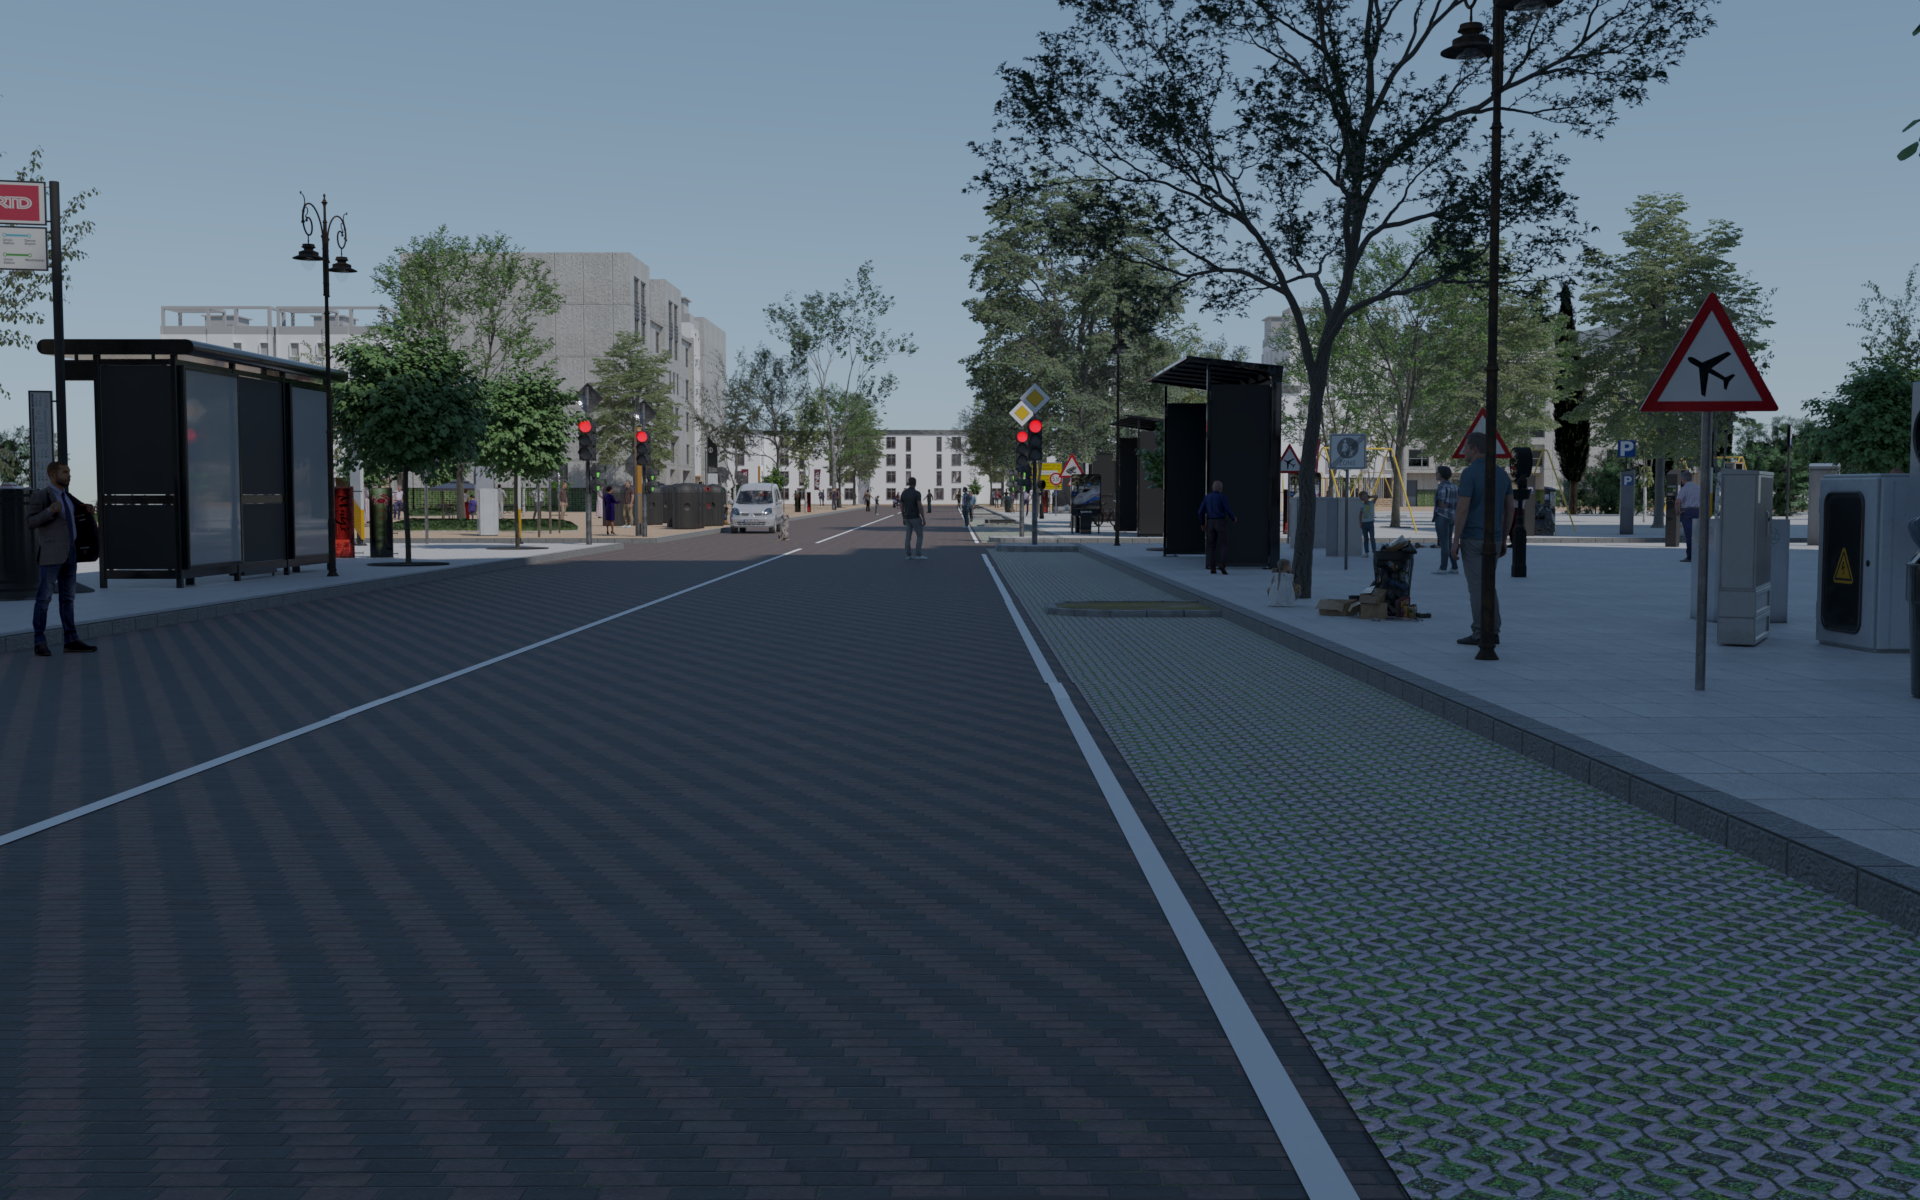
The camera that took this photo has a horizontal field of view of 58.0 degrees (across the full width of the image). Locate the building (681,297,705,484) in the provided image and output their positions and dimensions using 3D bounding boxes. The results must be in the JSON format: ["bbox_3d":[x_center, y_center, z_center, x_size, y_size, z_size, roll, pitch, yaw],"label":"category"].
[{"bbox_3d":[-32.759,-18.815,164.046,16.016,20.091,11.380,0,4,0],"label":"building"}]

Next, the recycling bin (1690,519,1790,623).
[{"bbox_3d":[7.892,-0.305,17.544,0.722,1.027,0.722,0,4,2],"label":"recycling bin"}]

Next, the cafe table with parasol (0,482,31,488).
[{"bbox_3d":[-55.573,-5.896,101.264,2.610,1.966,2.610,-2,4,-32],"label":"cafe table with parasol"}]

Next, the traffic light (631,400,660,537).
[{"bbox_3d":[-9.411,-3.839,51.687,0.839,4.253,0.868,0,4,0],"label":"traffic light"}]

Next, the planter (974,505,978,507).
[{"bbox_3d":[1.197,-9.765,180.791,1.991,0.319,1.994,0,4,0],"label":"planter"}]

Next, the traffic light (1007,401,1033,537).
[{"bbox_3d":[1.830,-3.843,51.761,0.839,4.253,0.868,0,4,0],"label":"traffic light"}]

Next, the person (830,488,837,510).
[{"bbox_3d":[-10.105,-8.066,138.367,0.568,1.767,0.683,-2,4,-25],"label":"person"}]

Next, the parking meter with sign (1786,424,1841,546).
[{"bbox_3d":[21.458,-2.857,42.975,1.738,3.016,0.543,2,4,30],"label":"parking meter with sign"}]

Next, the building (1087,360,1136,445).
[{"bbox_3d":[22.010,-23.001,232.491,11.380,20.091,16.016,0,4,0],"label":"building"}]

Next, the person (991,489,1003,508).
[{"bbox_3d":[3.422,-9.364,159.858,1.217,1.743,0.721,1,4,23],"label":"person"}]

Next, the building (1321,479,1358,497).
[{"bbox_3d":[41.751,-17.592,229.768,28.070,9.664,9.099,0,4,0],"label":"building"}]

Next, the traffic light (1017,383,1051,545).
[{"bbox_3d":[1.872,-3.355,43.776,0.839,4.253,0.868,0,4,0],"label":"traffic light"}]

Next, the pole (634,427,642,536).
[{"bbox_3d":[-9.821,-3.611,52.885,0.158,3.312,0.155,0,3,0],"label":"pole"}]

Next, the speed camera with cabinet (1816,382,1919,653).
[{"bbox_3d":[7.631,-1.191,13.802,0.660,3.252,2.038,0,4,0],"label":"speed camera with cabinet"}]

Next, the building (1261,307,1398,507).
[{"bbox_3d":[38.383,-19.894,181.688,11.380,20.091,16.016,0,4,0],"label":"building"}]

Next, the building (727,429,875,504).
[{"bbox_3d":[-25.835,-17.529,228.744,28.070,9.664,9.099,0,4,0],"label":"building"}]

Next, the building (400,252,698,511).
[{"bbox_3d":[-32.584,-16.895,142.691,16.747,18.905,31.486,0,4,0],"label":"building"}]

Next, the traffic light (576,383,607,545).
[{"bbox_3d":[-9.369,-3.351,43.702,0.839,4.253,0.868,0,4,0],"label":"traffic light"}]

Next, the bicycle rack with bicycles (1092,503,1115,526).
[{"bbox_3d":[6.045,-3.381,68.657,2.925,0.926,2.852,-3,5,-39],"label":"bicycle rack with bicycles"}]

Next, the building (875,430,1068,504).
[{"bbox_3d":[2.225,-17.642,230.592,28.070,9.664,9.099,0,4,0],"label":"building"}]

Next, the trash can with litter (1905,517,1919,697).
[{"bbox_3d":[6.226,0.049,10.579,0.624,1.170,1.055,0,4,7],"label":"trash can with litter"}]

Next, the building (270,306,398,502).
[{"bbox_3d":[-62.716,-19.840,180.809,11.380,20.091,16.016,0,4,0],"label":"building"}]

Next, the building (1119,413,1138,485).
[{"bbox_3d":[21.670,-14.286,175.717,9.099,9.664,28.070,0,4,0],"label":"building"}]

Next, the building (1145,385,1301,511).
[{"bbox_3d":[21.685,-12.572,147.699,9.099,9.664,28.070,0,4,0],"label":"building"}]

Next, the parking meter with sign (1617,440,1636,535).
[{"bbox_3d":[21.305,-3.614,55.358,0.543,3.016,1.738,1,4,19],"label":"parking meter with sign"}]

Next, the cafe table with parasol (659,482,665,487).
[{"bbox_3d":[-16.551,-5.492,94.653,2.610,1.966,2.610,0,4,0],"label":"cafe table with parasol"}]

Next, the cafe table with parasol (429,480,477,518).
[{"bbox_3d":[-22.558,-4.483,78.170,2.610,1.966,2.610,0,4,-5],"label":"cafe table with parasol"}]

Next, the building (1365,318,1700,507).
[{"bbox_3d":[60.166,-19.276,181.622,31.486,18.905,16.747,0,4,0],"label":"building"}]

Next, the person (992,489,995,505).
[{"bbox_3d":[3.640,-11.279,190.446,0.705,1.826,1.348,1,4,20],"label":"person"}]

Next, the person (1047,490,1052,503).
[{"bbox_3d":[8.693,-9.884,168.440,1.217,1.735,0.721,-3,5,-45],"label":"person"}]

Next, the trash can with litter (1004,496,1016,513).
[{"bbox_3d":[3.469,-6.561,118.662,0.624,1.170,1.055,-2,4,-31],"label":"trash can with litter"}]

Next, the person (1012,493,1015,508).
[{"bbox_3d":[4.872,-9.380,160.318,0.541,1.710,0.530,-2,4,-34],"label":"person"}]

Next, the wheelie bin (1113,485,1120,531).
[{"bbox_3d":[5.743,-3.204,60.288,0.980,1.594,0.693,3,5,43],"label":"wheelie bin"}]

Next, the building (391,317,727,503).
[{"bbox_3d":[-41.286,-19.262,181.385,31.486,18.905,16.747,0,4,0],"label":"building"}]

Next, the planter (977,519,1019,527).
[{"bbox_3d":[1.743,-3.407,76.850,1.991,0.319,1.994,0,4,0],"label":"planter"}]

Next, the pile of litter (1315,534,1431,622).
[{"bbox_3d":[4.330,-0.259,18.197,1.176,0.858,1.719,1,4,9],"label":"pile of litter"}]

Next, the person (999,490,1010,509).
[{"bbox_3d":[3.970,-8.682,148.816,1.217,1.723,0.721,0,4,-5],"label":"person"}]

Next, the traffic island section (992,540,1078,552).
[{"bbox_3d":[1.912,-1.322,43.890,2.009,0.180,2.903,0,4,0],"label":"traffic island section"}]

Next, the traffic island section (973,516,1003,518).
[{"bbox_3d":[1.590,-5.013,104.834,1.991,0.108,1.994,0,4,0],"label":"traffic island section"}]

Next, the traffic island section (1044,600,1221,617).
[{"bbox_3d":[2.031,0.116,20.975,1.991,0.108,1.994,0,4,0],"label":"traffic island section"}]

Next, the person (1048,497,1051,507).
[{"bbox_3d":[9.044,-10.350,175.980,0.721,1.743,1.217,-1,4,-8],"label":"person"}]

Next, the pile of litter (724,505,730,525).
[{"bbox_3d":[-10.077,-3.550,72.014,1.176,0.858,1.719,-1,4,-11],"label":"pile of litter"}]

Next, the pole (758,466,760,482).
[{"bbox_3d":[-14.561,-8.059,125.613,0.158,3.312,0.155,0,3,0],"label":"pole"}]

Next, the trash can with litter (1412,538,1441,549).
[{"bbox_3d":[11.274,-1.856,41.398,2.233,1.210,1.678,-3,5,-40],"label":"trash can with litter"}]

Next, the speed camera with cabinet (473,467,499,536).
[{"bbox_3d":[-14.669,-3.625,53.598,0.660,3.252,2.038,-1,4,-20],"label":"speed camera with cabinet"}]

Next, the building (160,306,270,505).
[{"bbox_3d":[-74.095,-19.826,180.569,11.380,20.091,16.016,0,4,0],"label":"building"}]

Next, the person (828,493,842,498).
[{"bbox_3d":[-11.798,-9.593,162.988,1.348,1.812,0.705,-1,4,-10],"label":"person"}]
